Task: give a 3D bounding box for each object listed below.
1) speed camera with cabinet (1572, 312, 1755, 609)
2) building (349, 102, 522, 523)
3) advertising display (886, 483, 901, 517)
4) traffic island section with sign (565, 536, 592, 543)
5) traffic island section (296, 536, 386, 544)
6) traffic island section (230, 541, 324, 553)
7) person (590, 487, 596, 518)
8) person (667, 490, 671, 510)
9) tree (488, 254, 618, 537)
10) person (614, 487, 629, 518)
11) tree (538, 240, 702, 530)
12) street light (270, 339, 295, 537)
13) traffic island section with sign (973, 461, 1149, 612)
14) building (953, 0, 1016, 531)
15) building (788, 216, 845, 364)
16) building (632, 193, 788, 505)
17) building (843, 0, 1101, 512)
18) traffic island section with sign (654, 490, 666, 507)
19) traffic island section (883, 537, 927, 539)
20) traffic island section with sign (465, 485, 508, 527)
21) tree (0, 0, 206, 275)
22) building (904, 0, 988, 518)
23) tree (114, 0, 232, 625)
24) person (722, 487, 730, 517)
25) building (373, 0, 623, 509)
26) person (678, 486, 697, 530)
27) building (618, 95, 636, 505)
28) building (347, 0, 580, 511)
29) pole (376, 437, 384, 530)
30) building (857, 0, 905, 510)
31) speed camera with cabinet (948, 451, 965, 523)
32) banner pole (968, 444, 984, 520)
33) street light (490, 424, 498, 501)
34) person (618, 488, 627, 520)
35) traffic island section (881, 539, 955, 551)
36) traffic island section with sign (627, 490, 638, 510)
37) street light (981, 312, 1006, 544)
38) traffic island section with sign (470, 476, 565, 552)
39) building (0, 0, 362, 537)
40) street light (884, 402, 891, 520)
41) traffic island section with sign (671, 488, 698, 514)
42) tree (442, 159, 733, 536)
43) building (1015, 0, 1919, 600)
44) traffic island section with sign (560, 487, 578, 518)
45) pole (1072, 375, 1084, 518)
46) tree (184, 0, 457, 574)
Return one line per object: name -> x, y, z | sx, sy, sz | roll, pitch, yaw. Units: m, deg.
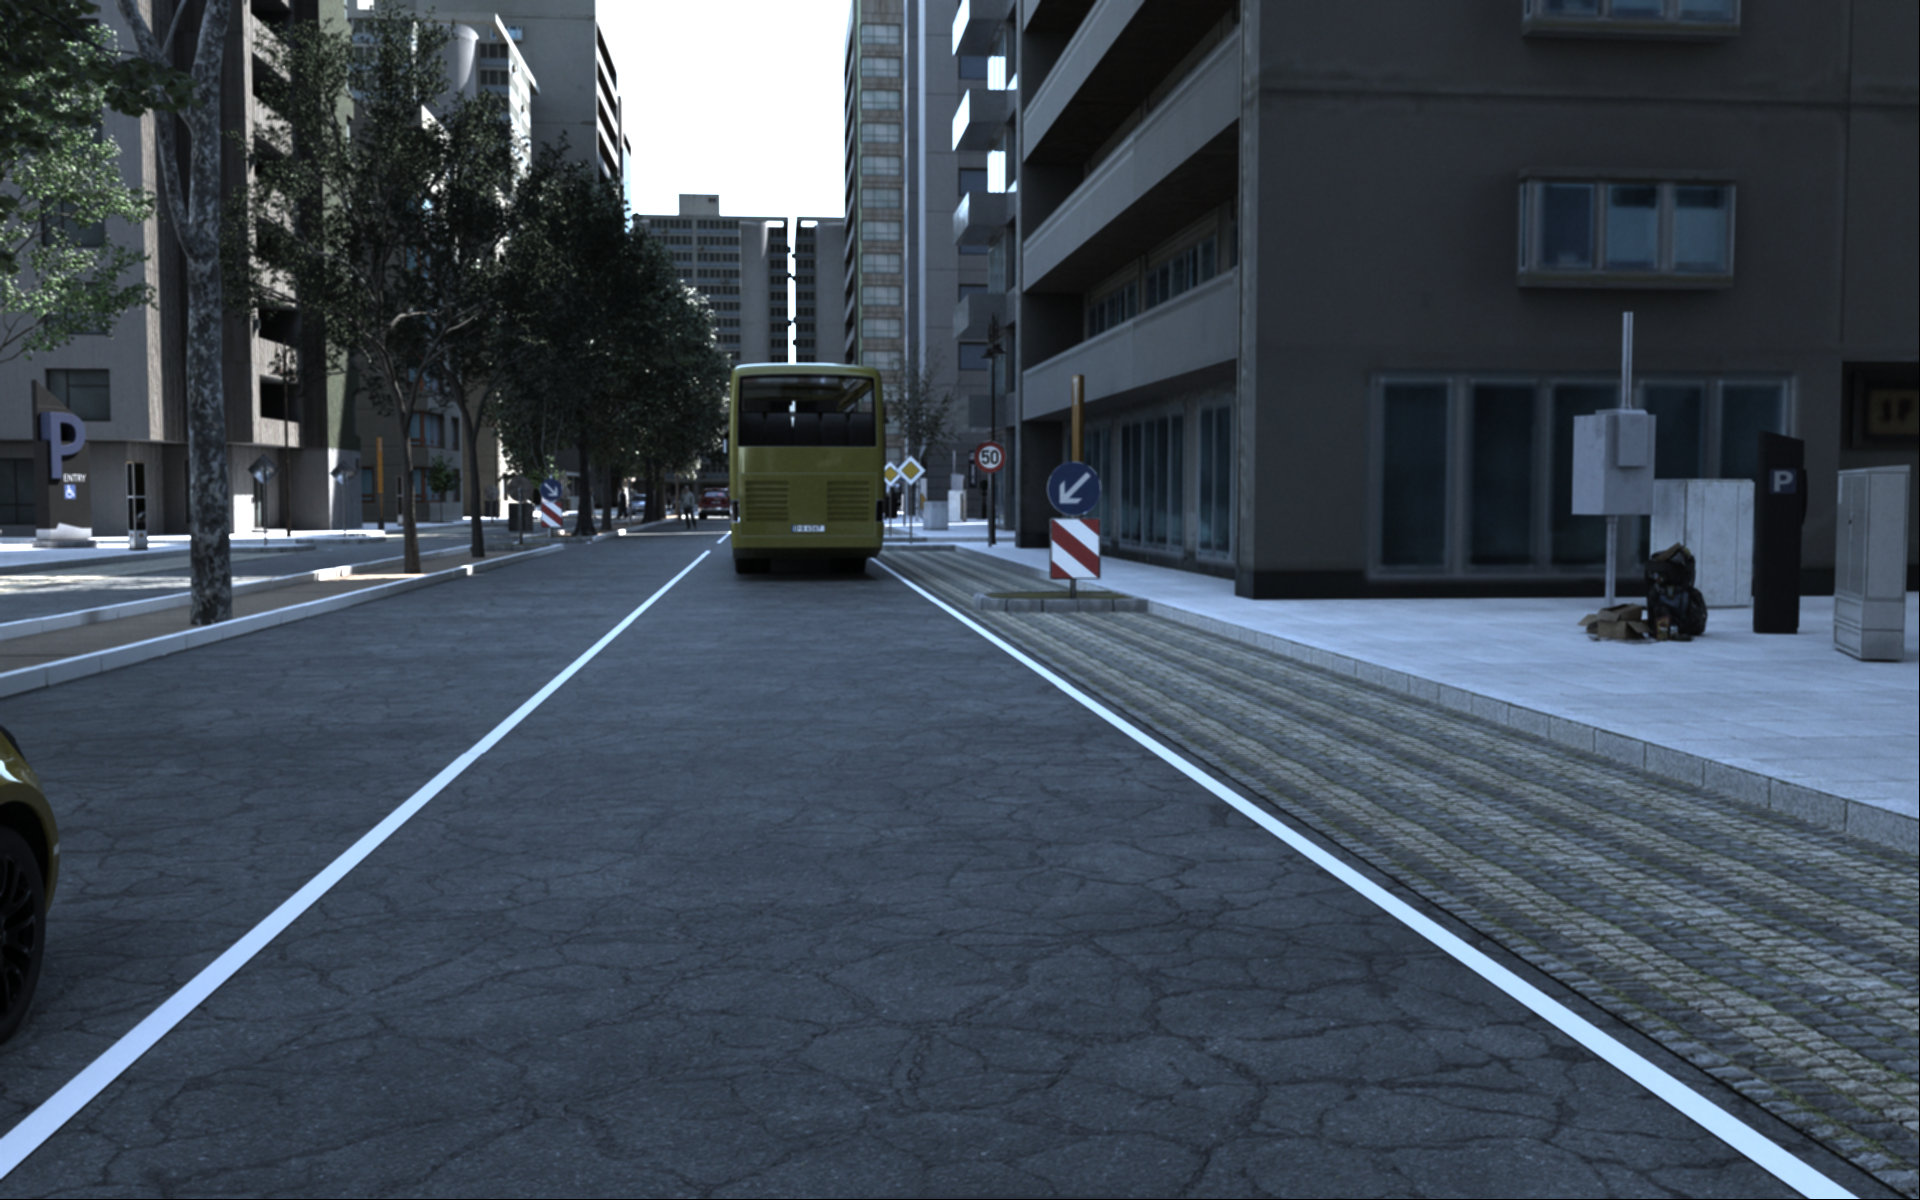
speed camera with cabinet -> 7.855, -1.528, 19.319 | 2.038, 3.252, 0.660 | -1, 4, -18
building -> -39.083, -14.979, 89.939 | 27.650, 21.520, 28.899 | 0, 4, -6
advertising display -> -3.765, -5.654, 97.653 | 0.974, 1.923, 0.123 | 1, 4, 23
traffic island section with sign -> -11.990, -2.634, 51.203 | 2.006, 1.907, 1.989 | 0, 4, -6
traffic island section -> -18.095, -1.750, 50.899 | 2.009, 0.180, 2.903 | 0, 4, -6
traffic island section -> -17.247, -1.265, 42.959 | 2.009, 0.180, 2.903 | 0, 4, -6
person -> -21.788, -5.732, 102.093 | 0.818, 1.842, 0.514 | 0, 4, 2
person -> -25.663, -8.833, 152.929 | 0.705, 1.823, 1.348 | -1, 4, -11
tree -> -12.364, -6.074, 52.131 | 4.360, 8.622, 3.978 | 0, 3, 0
person -> -20.001, -5.732, 102.315 | 0.850, 1.850, 0.679 | 0, 4, 7
tree -> -14.127, -9.048, 68.512 | 7.486, 12.596, 7.792 | 0, 3, 0
street light -> -20.111, -4.827, 51.717 | 0.468, 5.910, 1.993 | 0, 4, -6
traffic island section with sign -> 1.201, -0.804, 21.780 | 1.989, 1.847, 2.006 | 0, 4, -6
building -> 14.929, -27.243, 65.032 | 30.456, 49.044, 23.786 | 0, 4, -6
building -> -10.069, -32.819, 228.464 | 23.993, 40.220, 32.217 | 0, 4, -6
building -> -33.982, -32.695, 226.444 | 23.993, 40.220, 32.217 | 0, 4, -6
building -> 0.306, -32.880, 161.284 | 21.300, 48.544, 21.600 | 0, 4, -6
traffic island section with sign -> -31.441, -10.416, 178.923 | 1.989, 1.847, 2.006 | 0, 4, -6
traffic island section -> -2.094, -1.854, 52.597 | 2.009, 0.180, 2.903 | 0, 4, -6
traffic island section with sign -> -20.386, -4.084, 75.398 | 1.989, 1.847, 2.006 | 0, 4, -6
tree -> -7.852, -5.429, 9.346 | 7.486, 12.596, 7.792 | 0, 3, 0
building -> 7.138, -34.386, 104.216 | 21.231, 58.520, 28.212 | 0, 4, -6
tree -> -9.516, -9.833, 19.124 | 12.611, 20.169, 13.585 | 0, 3, 0
person -> -14.504, -6.106, 107.701 | 0.648, 1.900, 0.474 | 0, 4, -1
building -> -42.926, -32.728, 158.806 | 21.300, 48.544, 21.600 | 0, 4, -6
person -> -11.050, -3.728, 69.946 | 0.782, 1.767, 0.515 | 1, 4, 19
building -> -43.612, -33.051, 190.491 | 14.200, 45.320, 14.600 | 0, 4, -6
building -> -46.680, -27.099, 134.954 | 32.217, 40.220, 23.993 | 0, 4, -6
pole -> -20.797, -4.177, 62.131 | 0.158, 3.312, 0.155 | 0, 3, 0
building -> -1.461, -28.097, 142.976 | 14.154, 41.232, 14.086 | 0, 4, -6
speed camera with cabinet -> -0.148, -5.126, 78.147 | 0.660, 3.252, 2.038 | 0, 4, 6
banner pole -> 0.789, -5.943, 87.180 | 0.863, 3.779, 0.401 | 2, 4, 32
street light -> -24.493, -7.262, 91.515 | 0.468, 5.910, 1.993 | 0, 4, -6
person -> -18.838, -5.375, 96.799 | 0.576, 1.772, 0.534 | 1, 4, 17
traffic island section -> -1.246, -1.369, 44.656 | 2.009, 0.180, 2.903 | 0, 4, -6
traffic island section with sign -> -28.578, -8.776, 152.120 | 1.989, 1.847, 2.006 | 0, 4, -6
street light -> 0.848, -4.365, 44.154 | 0.468, 5.910, 1.993 | 0, 4, -6
traffic island section with sign -> -11.213, -2.183, 43.836 | 2.006, 1.907, 1.989 | 0, 4, -6
building -> -28.713, -17.426, 56.616 | 14.160, 30.474, 14.107 | 0, 4, -6
street light -> -3.736, -6.962, 86.617 | 0.468, 5.910, 1.993 | 0, 4, -6
traffic island section with sign -> -19.979, -7.204, 125.917 | 2.006, 1.907, 1.989 | 0, 4, -6
tree -> -12.855, -8.538, 59.067 | 9.611, 12.733, 9.660 | 0, 3, 0
building -> 13.039, -24.916, 31.084 | 21.300, 48.544, 21.600 | 0, 4, -6
traffic island section with sign -> -23.257, -5.723, 102.201 | 1.989, 1.847, 2.006 | 0, 4, -6
pole -> 2.022, -2.197, 29.760 | 0.158, 3.312, 0.155 | 0, 3, 0
tree -> -9.799, -5.756, 30.981 | 8.767, 10.594, 7.601 | 0, 4, -6
